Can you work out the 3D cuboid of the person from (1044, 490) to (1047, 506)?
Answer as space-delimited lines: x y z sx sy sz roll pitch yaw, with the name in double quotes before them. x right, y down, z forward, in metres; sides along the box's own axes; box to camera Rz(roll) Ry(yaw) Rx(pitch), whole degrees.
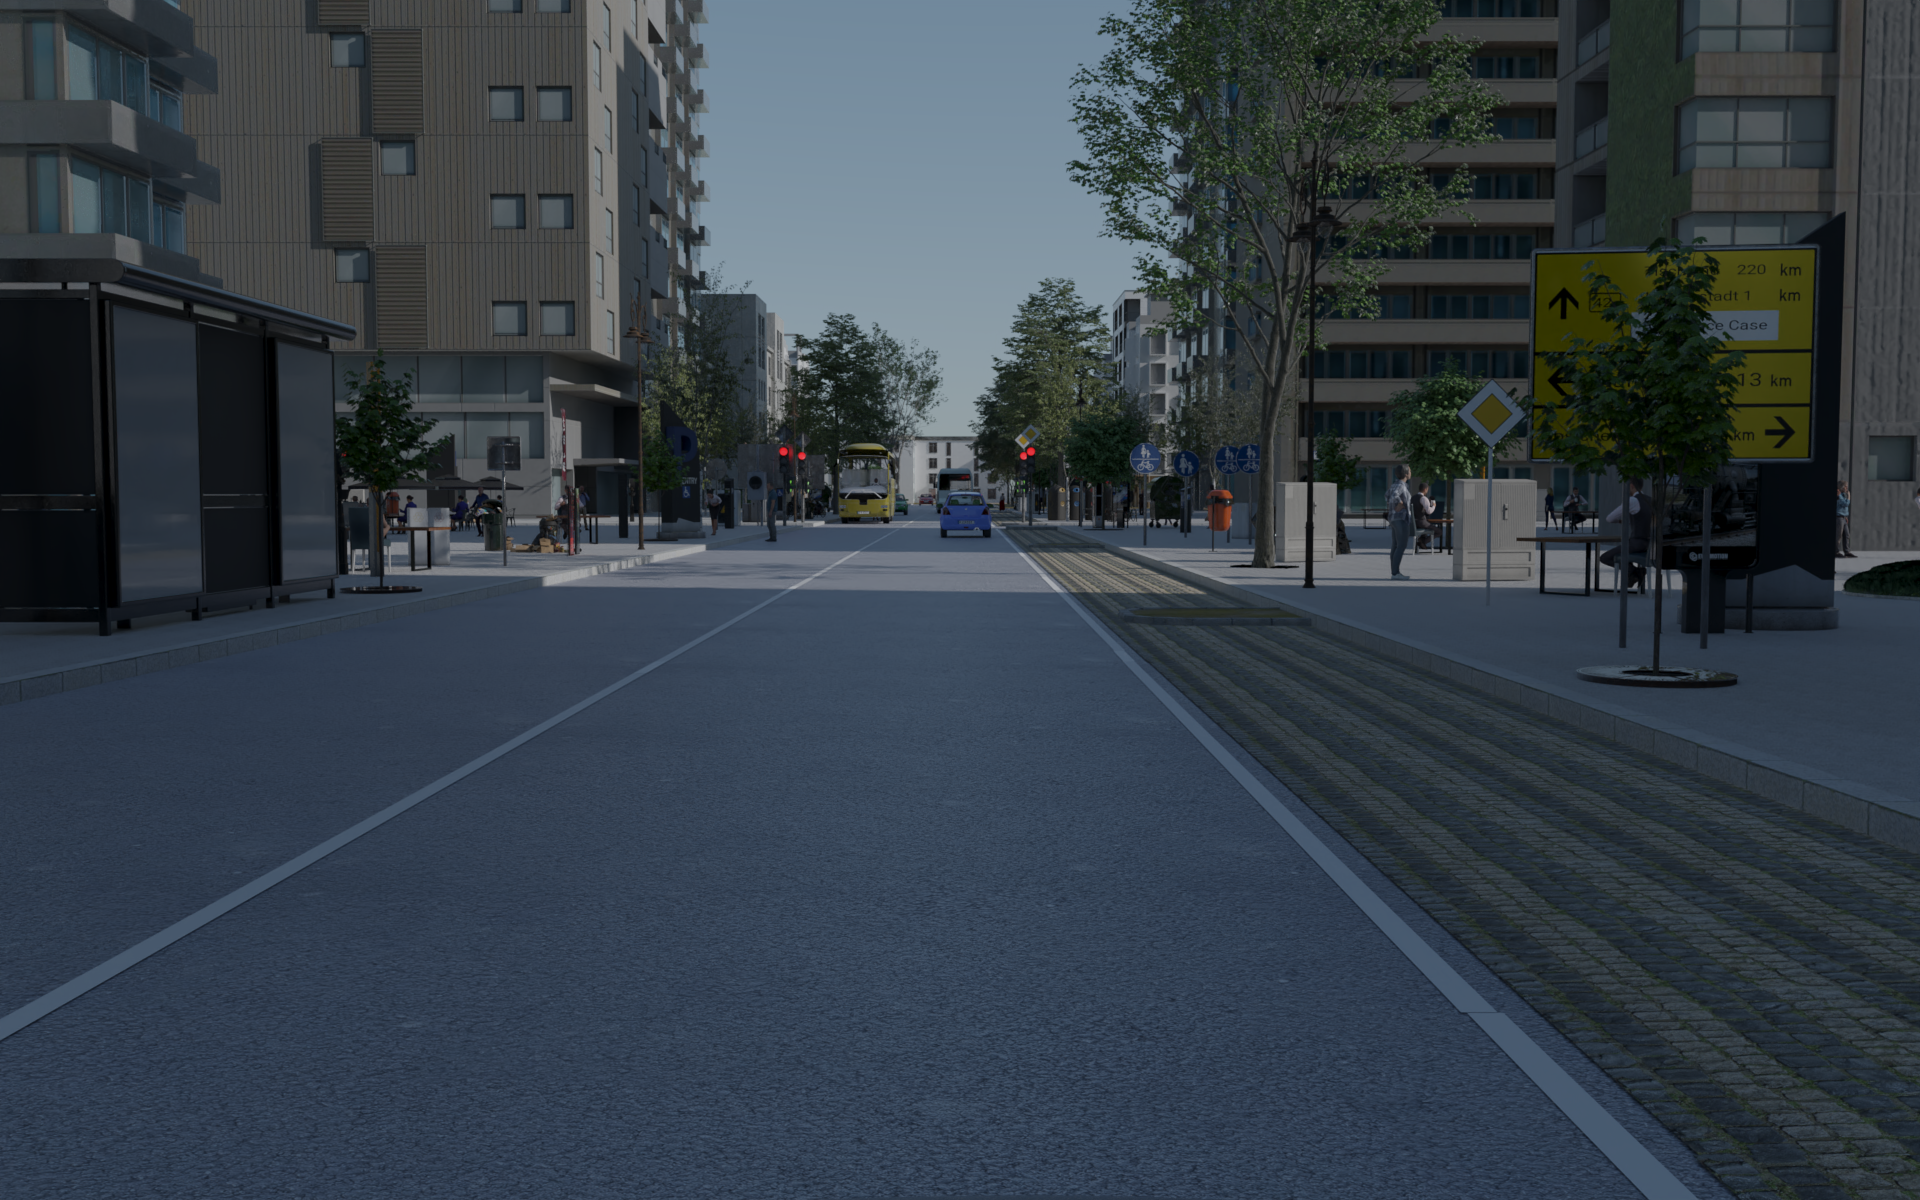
"person" 8.794 -10.552 179.300 0.721 1.736 1.217 -1 4 -16

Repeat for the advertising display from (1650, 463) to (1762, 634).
"advertising display" 6.851 -0.655 15.916 0.974 1.923 0.123 0 4 -2

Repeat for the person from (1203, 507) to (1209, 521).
"person" 11.755 -4.152 81.855 0.347 0.859 0.695 -1 4 -22

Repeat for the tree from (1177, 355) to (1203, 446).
"tree" 12.994 -8.354 86.953 4.360 8.622 3.978 0 3 0

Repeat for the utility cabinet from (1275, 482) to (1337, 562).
"utility cabinet" 6.534 -1.467 32.660 1.173 1.500 0.318 -2 4 -25

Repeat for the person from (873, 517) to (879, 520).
"person" -4.640 -5.022 94.520 0.435 1.345 0.340 -1 4 -14

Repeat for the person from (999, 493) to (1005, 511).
"person" 3.543 -8.245 145.768 0.523 1.526 0.387 0 4 0

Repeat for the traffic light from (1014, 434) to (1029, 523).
"traffic light" 2.821 -5.416 77.474 0.839 4.253 0.868 0 3 0

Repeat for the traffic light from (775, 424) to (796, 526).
"traffic light" -7.026 -4.927 69.480 0.839 4.253 0.868 0 3 0

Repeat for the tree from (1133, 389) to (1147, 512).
"tree" 12.952 -10.511 122.220 4.737 8.622 4.395 0 3 0

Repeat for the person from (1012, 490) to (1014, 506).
"person" 5.532 -10.523 178.895 0.742 1.727 0.445 -1 4 -12

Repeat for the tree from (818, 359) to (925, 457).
"tree" -8.387 -14.825 152.764 12.009 13.543 11.850 0 3 0

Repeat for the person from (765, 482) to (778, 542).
"person" -5.705 -2.664 52.182 0.434 1.807 0.598 0 4 3

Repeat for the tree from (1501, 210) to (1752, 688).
"tree" 4.885 -1.061 11.948 1.663 3.219 1.824 0 3 0

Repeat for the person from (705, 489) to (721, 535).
"person" -7.710 -2.726 53.807 0.628 1.438 0.799 -2 4 -24

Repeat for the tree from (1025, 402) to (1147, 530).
"tree" 5.092 -4.755 61.464 4.285 4.588 4.351 0 3 0

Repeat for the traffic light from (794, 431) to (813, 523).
"traffic light" -7.020 -5.416 77.465 0.839 4.253 0.868 0 3 0

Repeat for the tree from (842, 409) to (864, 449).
"tree" -8.868 -11.137 132.456 4.737 8.622 4.395 0 3 0

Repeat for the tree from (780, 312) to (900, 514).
"tree" -7.563 -11.626 108.208 7.486 12.596 7.792 0 3 0

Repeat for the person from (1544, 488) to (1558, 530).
"person" 20.867 -3.212 61.106 0.613 1.512 0.480 3 5 43

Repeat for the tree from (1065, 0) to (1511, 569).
"tree" 5.447 -6.359 29.720 9.928 11.665 9.643 0 3 0

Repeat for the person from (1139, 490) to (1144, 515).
"person" 11.000 -5.874 104.355 0.482 1.546 0.388 1 4 14

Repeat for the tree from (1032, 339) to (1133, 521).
"tree" 5.200 -8.035 81.740 4.737 8.622 4.395 0 3 0

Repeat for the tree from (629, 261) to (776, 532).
"tree" -8.352 -6.404 55.064 4.360 8.622 3.978 0 3 0

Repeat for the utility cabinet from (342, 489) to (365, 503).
"utility cabinet" -27.844 -4.310 79.154 1.173 1.500 0.318 0 4 -7

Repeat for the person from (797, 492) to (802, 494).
"person" -16.296 -10.353 175.416 1.348 1.812 0.705 -3 5 -44

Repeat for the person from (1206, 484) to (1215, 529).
"person" 9.268 -3.459 64.064 0.415 1.643 0.593 -3 4 -39

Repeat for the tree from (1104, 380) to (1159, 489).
"tree" 10.827 -9.879 111.883 4.360 8.622 3.978 0 3 0

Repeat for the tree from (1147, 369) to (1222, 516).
"tree" 13.596 -9.262 101.795 4.737 8.622 4.395 0 3 0

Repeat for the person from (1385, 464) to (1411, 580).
"person" 6.592 -1.178 26.032 0.376 1.734 0.841 1 4 11

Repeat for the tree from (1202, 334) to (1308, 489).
"tree" 13.786 -7.854 78.779 4.360 8.622 3.978 0 3 0

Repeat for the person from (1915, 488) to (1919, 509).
"person" 19.413 -1.559 34.714 0.628 1.438 0.799 -2 4 -29

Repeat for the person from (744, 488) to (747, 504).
"person" -16.681 -7.783 134.016 0.376 1.734 0.841 -1 4 -16

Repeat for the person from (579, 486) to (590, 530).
"person" -13.292 -3.233 60.973 0.516 1.574 0.319 -2 4 -29

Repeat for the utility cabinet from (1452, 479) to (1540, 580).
"utility cabinet" 7.890 -1.031 25.543 1.173 1.500 0.318 -1 4 -12

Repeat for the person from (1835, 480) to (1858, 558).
"person" 17.562 -1.604 34.486 0.499 1.552 0.429 -2 4 -27

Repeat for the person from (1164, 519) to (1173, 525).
"person" 8.645 -3.745 72.275 0.480 1.512 0.613 3 5 40

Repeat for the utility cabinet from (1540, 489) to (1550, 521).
"utility cabinet" 26.698 -4.374 80.194 1.173 1.500 0.318 2 4 28

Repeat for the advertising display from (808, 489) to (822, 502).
"advertising display" -9.691 -6.764 115.800 0.974 1.923 0.123 -2 4 -26

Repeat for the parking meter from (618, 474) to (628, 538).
"parking meter" -9.842 -2.746 50.616 0.255 1.863 0.399 0 4 -7

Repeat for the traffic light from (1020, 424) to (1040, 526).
"traffic light" 2.815 -4.928 69.489 0.839 4.253 0.868 0 3 0

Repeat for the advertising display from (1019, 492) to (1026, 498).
"advertising display" 4.932 -7.704 131.171 0.974 1.923 0.123 0 4 3

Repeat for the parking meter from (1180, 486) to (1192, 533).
"parking meter" 7.485 -2.998 57.427 0.372 1.533 0.369 0 3 0

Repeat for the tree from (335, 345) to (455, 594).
"tree" -7.465 -1.717 22.680 1.663 3.219 1.824 0 3 0

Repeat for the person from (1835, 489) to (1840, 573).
"person" 13.866 -1.295 27.904 0.600 1.739 0.565 3 5 41

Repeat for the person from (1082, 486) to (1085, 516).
"person" 7.347 -5.899 103.211 0.841 1.734 0.376 0 4 -7

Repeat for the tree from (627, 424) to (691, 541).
"tree" -8.322 -3.216 47.181 1.663 3.219 1.824 0 3 0

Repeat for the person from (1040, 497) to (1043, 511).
"person" 6.175 -7.715 132.892 0.504 1.737 0.576 -3 5 -42

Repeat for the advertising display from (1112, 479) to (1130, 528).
"advertising display" 6.068 -3.677 65.328 0.123 1.923 0.974 -2 4 -32

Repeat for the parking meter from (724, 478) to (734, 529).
"parking meter" -8.545 -3.573 64.136 0.255 1.863 0.399 1 4 15

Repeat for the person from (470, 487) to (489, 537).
"person" -14.468 -2.649 52.055 0.574 1.496 0.600 3 5 41
